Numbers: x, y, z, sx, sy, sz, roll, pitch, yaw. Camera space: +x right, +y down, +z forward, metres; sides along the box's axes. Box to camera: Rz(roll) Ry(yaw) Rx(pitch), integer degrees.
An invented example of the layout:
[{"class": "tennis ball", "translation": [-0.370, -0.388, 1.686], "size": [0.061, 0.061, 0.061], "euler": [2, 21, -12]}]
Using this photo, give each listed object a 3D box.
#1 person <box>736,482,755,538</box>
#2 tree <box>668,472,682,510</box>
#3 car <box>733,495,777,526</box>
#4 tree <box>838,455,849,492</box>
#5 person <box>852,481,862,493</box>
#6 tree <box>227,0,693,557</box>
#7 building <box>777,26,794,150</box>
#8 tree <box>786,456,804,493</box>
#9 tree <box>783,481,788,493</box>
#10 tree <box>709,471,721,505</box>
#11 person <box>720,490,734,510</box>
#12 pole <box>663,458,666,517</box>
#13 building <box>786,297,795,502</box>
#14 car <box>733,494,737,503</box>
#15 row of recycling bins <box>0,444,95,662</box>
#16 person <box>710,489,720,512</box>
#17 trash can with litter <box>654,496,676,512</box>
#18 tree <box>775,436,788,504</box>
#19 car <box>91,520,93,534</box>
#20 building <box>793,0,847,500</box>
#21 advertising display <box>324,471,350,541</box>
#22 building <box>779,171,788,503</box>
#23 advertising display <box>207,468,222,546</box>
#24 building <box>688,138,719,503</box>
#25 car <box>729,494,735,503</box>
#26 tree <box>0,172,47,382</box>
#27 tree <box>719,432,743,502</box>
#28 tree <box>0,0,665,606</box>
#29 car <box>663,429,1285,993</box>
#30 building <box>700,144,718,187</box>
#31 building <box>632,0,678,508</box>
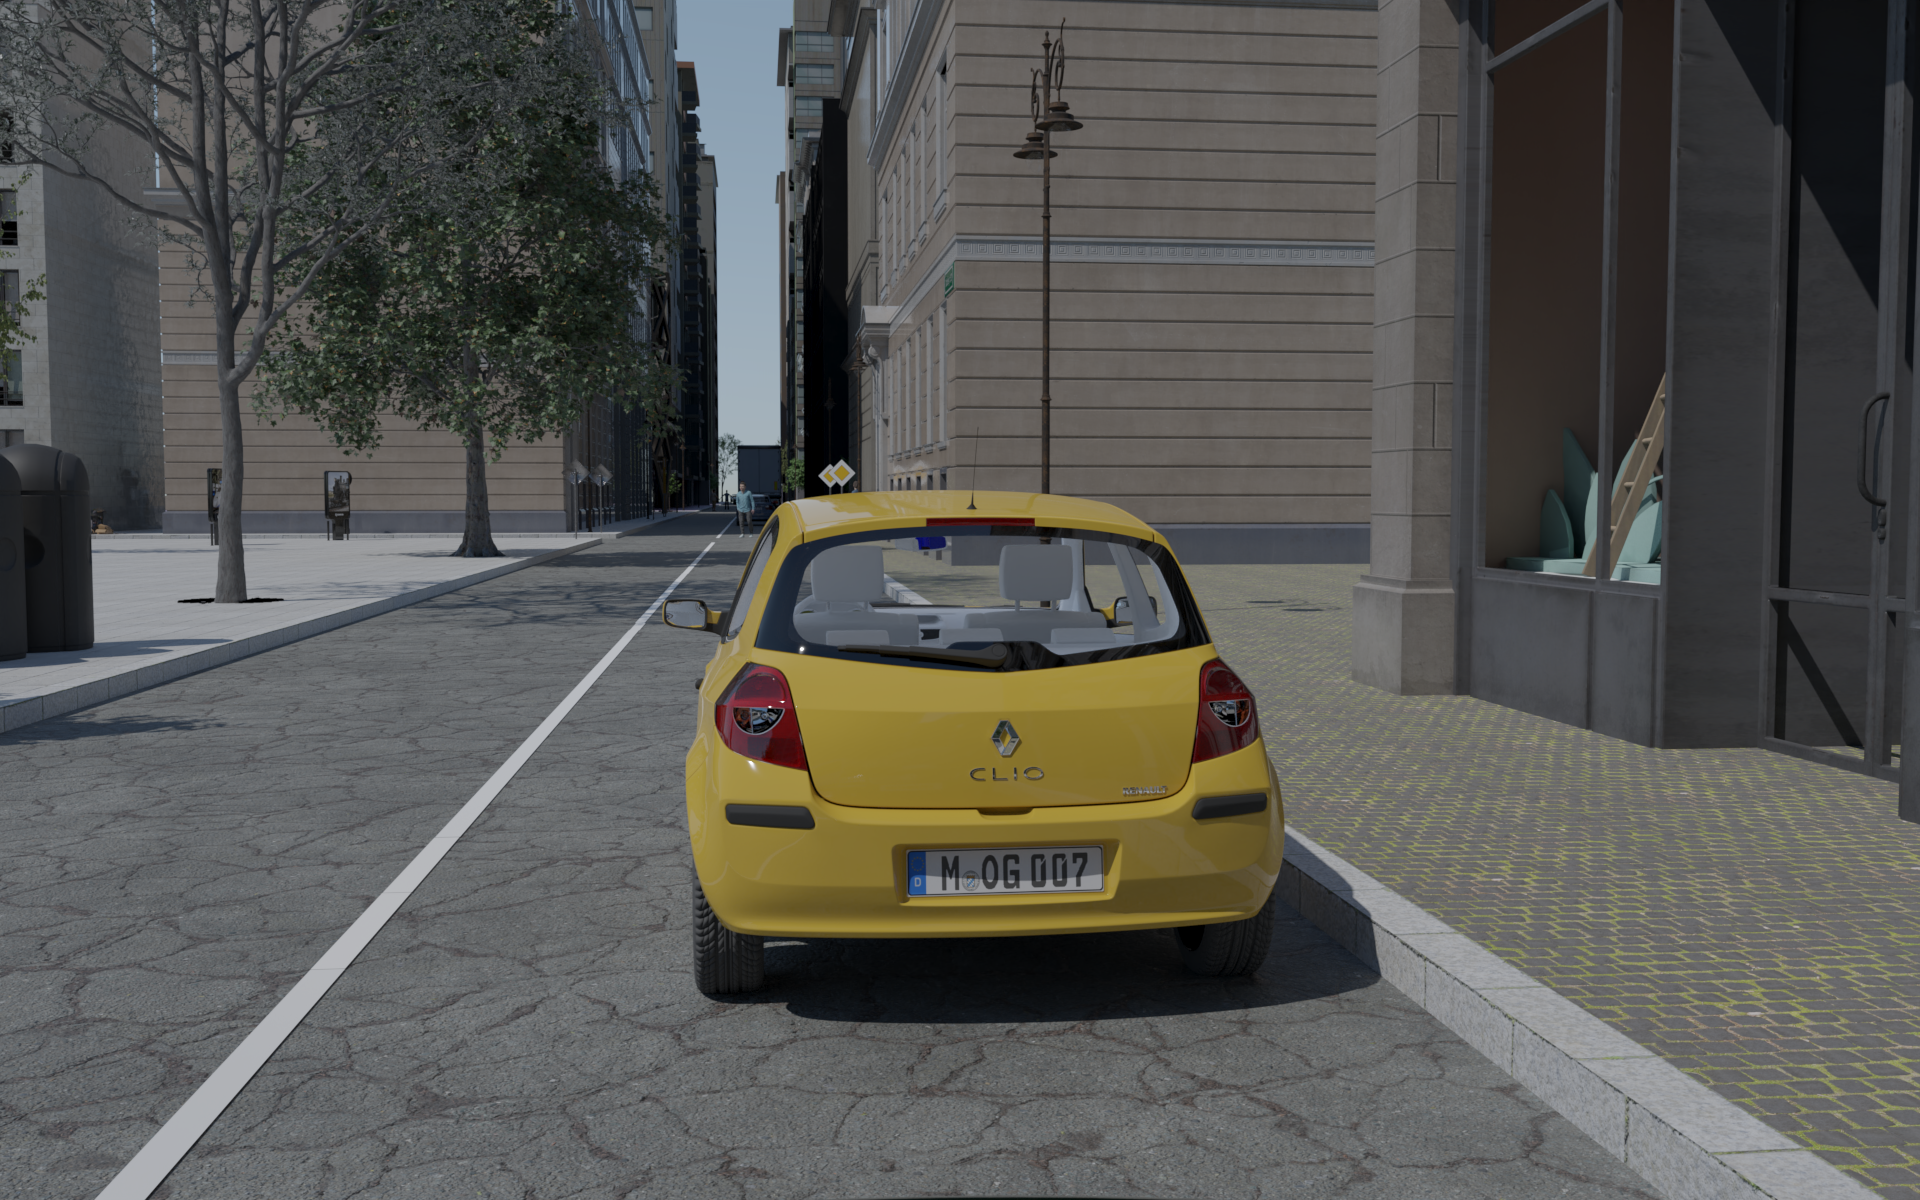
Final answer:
[{"class": "person", "translation": [-7.073, -2.982, 57.278], "size": [0.660, 1.820, 0.620], "euler": [1, 4, 10]}, {"class": "tree", "translation": [-21.555, -8.234, 129.233], "size": [1.663, 3.219, 1.824], "euler": [0, 3, 0]}, {"class": "car", "translation": [-9.438, -4.149, 79.838], "size": [2.014, 1.417, 4.499], "euler": [0, 4, -8]}, {"class": "tree", "translation": [-4.591, -4.937, 75.325], "size": [1.663, 3.219, 1.824], "euler": [0, 3, 0]}, {"class": "person", "translation": [-3.127, -2.708, 52.794], "size": [0.581, 1.822, 0.654], "euler": [-2, 4, -35]}, {"class": "tree", "translation": [-10.031, -7.234, 35.278], "size": [9.611, 12.733, 9.660], "euler": [0, 3, 0]}, {"class": "building", "translation": [-5.943, -37.067, 195.288], "size": [28.713, 52.752, 27.495], "euler": [0, 4, -7]}, {"class": "tree", "translation": [-11.992, -9.262, 135.146], "size": [4.285, 4.588, 4.351], "euler": [0, 3, 0]}, {"class": "tree", "translation": [-21.337, -13.611, 217.139], "size": [1.663, 3.219, 1.824], "euler": [0, 3, 0]}, {"class": "tree", "translation": [-30.606, -13.751, 208.541], "size": [4.285, 4.588, 4.351], "euler": [0, 3, 0]}, {"class": "person", "translation": [-21.435, -9.221, 159.249], "size": [1.348, 1.826, 0.705], "euler": [0, 4, -2]}, {"class": "pole", "translation": [-16.644, -6.341, 97.510], "size": [0.158, 3.312, 0.155], "euler": [0, 3, 0]}, {"class": "building", "translation": [-2.687, -19.756, 168.047], "size": [27.650, 21.520, 28.899], "euler": [0, 4, -7]}, {"class": "car", "translation": [-32.122, -14.685, 251.897], "size": [2.131, 1.459, 4.920], "euler": [-1, 4, -8]}, {"class": "row of recycling bins", "translation": [-7.876, -0.357, 12.952], "size": [1.069, 1.692, 3.534], "euler": [1, 4, 13]}, {"class": "person", "translation": [-20.077, -8.137, 141.550], "size": [0.705, 1.824, 1.348], "euler": [-3, 5, -45]}, {"class": "trash can with litter", "translation": [-21.541, -6.948, 124.662], "size": [2.233, 1.210, 1.678], "euler": [1, 4, 11]}, {"class": "tree", "translation": [-22.605, -16.608, 221.899], "size": [4.737, 8.622, 4.395], "euler": [0, 3, 0]}, {"class": "car", "translation": [-28.482, -2.396, 51.540], "size": [4.827, 1.381, 2.083], "euler": [0, 4, -6]}, {"class": "building", "translation": [-6.887, -28.238, 145.289], "size": [14.154, 41.232, 14.086], "euler": [0, 4, -7]}, {"class": "advertising display", "translation": [-17.254, -2.617, 47.997], "size": [0.123, 1.923, 0.974], "euler": [1, 4, 17]}, {"class": "building", "translation": [-17.425, -35.761, 234.807], "size": [14.600, 45.320, 14.200], "euler": [0, 4, -7]}, {"class": "advertising display", "translation": [-18.567, -2.333, 43.359], "size": [0.123, 1.923, 0.974], "euler": [0, 4, -1]}, {"class": "building", "translation": [-44.327, -37.588, 238.264], "size": [21.300, 48.544, 21.600], "euler": [0, 4, -7]}, {"class": "car", "translation": [-34.522, -15.607, 266.966], "size": [2.131, 1.459, 4.920], "euler": [0, 4, -8]}, {"class": "tree", "translation": [-21.257, -5.253, 36.249], "size": [4.737, 8.622, 4.395], "euler": [0, 3, 0]}, {"class": "tree", "translation": [-39.663, -22.263, 289.748], "size": [9.928, 11.665, 9.643], "euler": [0, 3, 0]}, {"class": "tree", "translation": [-8.468, -6.710, 20.084], "size": [12.009, 13.543, 11.850], "euler": [0, 3, 0]}, {"class": "car", "translation": [-0.117, 0.229, 6.477], "size": [2.015, 1.641, 3.980], "euler": [0, 4, -7]}, {"class": "building", "translation": [-51.094, -41.148, 262.014], "size": [28.713, 52.752, 27.495], "euler": [0, 4, -7]}, {"class": "building", "translation": [-37.282, -33.890, 143.339], "size": [28.713, 52.752, 27.495], "euler": [0, 4, -7]}]
